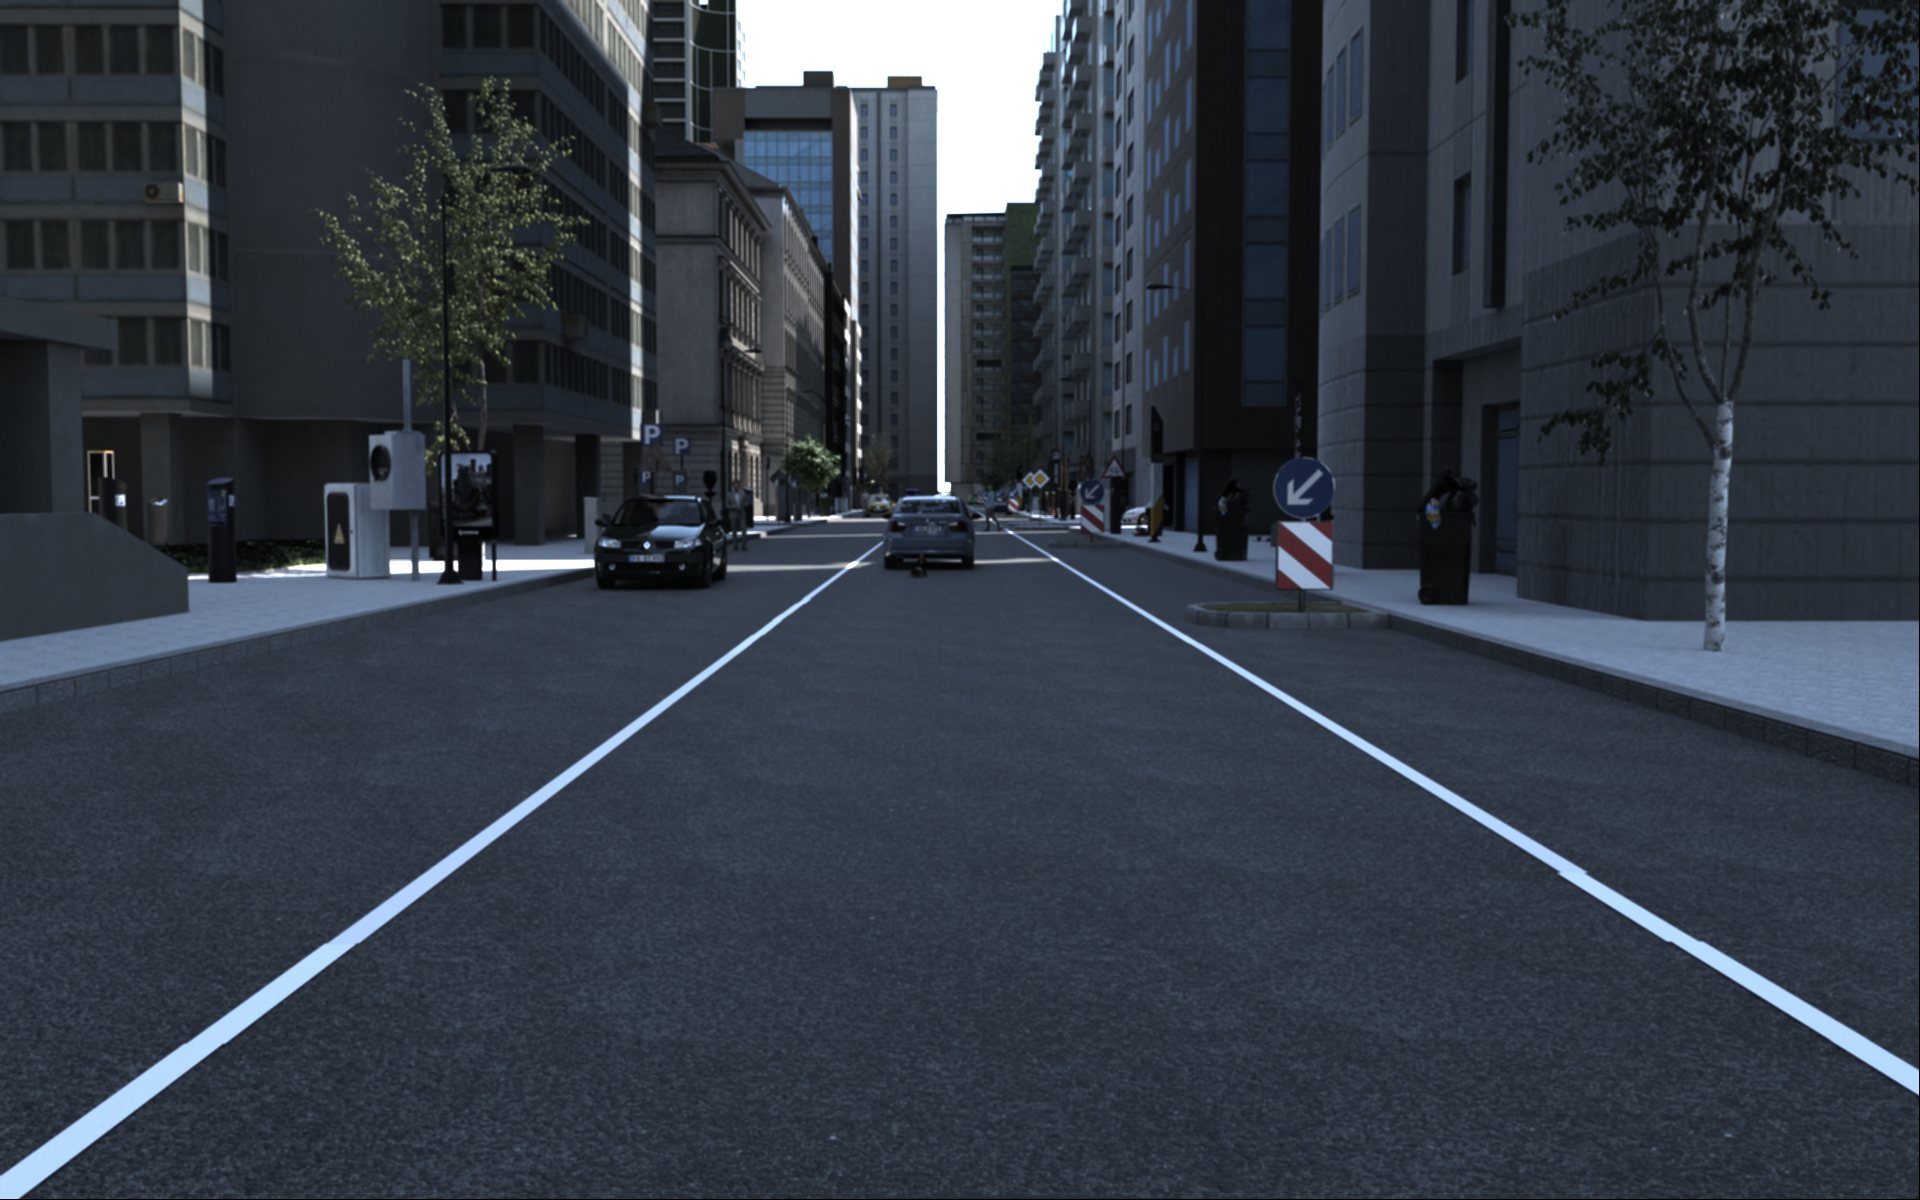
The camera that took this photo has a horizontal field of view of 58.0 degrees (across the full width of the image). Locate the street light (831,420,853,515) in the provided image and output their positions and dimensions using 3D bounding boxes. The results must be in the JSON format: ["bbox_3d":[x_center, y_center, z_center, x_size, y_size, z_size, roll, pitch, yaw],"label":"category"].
[{"bbox_3d":[-7.344,-8.283,107.961,1.470,5.913,1.316,0,4,0],"label":"street light"}]

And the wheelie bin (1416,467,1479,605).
[{"bbox_3d":[5.695,-0.755,20.245,0.693,1.594,0.980,1,4,18],"label":"wheelie bin"}]

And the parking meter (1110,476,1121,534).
[{"bbox_3d":[5.020,-3.066,55.845,0.255,1.863,0.399,-1,4,-17],"label":"parking meter"}]

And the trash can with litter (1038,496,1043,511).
[{"bbox_3d":[6.362,-7.217,129.392,1.055,1.170,0.624,1,4,8],"label":"trash can with litter"}]

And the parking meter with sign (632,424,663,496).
[{"bbox_3d":[-7.962,-2.902,43.712,0.543,3.016,1.738,-1,4,-23],"label":"parking meter with sign"}]

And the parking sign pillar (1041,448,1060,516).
[{"bbox_3d":[5.537,-6.966,102.373,1.447,3.967,1.447,-1,4,-11],"label":"parking sign pillar"}]

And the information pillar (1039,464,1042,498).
[{"bbox_3d":[6.224,-8.714,133.824,0.183,3.616,0.504,1,4,13],"label":"information pillar"}]

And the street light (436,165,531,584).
[{"bbox_3d":[-6.750,-3.183,24.580,1.470,5.913,1.316,0,4,0],"label":"street light"}]

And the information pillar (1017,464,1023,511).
[{"bbox_3d":[4.540,-8.587,131.745,0.504,3.616,0.183,2,4,34],"label":"information pillar"}]

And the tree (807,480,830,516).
[{"bbox_3d":[-8.173,-6.414,99.468,1.663,3.219,1.824,0,3,0],"label":"tree"}]

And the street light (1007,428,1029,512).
[{"bbox_3d":[4.263,-9.115,121.574,1.470,5.913,1.316,0,4,0],"label":"street light"}]

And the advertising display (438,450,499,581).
[{"bbox_3d":[-7.289,-1.254,25.715,0.974,1.923,0.123,1,4,20],"label":"advertising display"}]

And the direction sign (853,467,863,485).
[{"bbox_3d":[-8.607,-9.456,146.607,0.876,3.537,0.379,-1,4,-13],"label":"direction sign"}]

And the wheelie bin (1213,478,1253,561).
[{"bbox_3d":[5.281,-1.563,33.463,0.693,1.594,0.980,1,4,19],"label":"wheelie bin"}]

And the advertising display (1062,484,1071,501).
[{"bbox_3d":[6.872,-6.451,110.684,0.123,1.923,0.974,-3,4,-37],"label":"advertising display"}]

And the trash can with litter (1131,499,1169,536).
[{"bbox_3d":[5.783,-2.529,52.739,1.055,1.170,0.624,-2,4,-31],"label":"trash can with litter"}]

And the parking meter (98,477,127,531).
[{"bbox_3d":[-12.650,-1.069,25.884,0.372,1.533,0.369,0,3,0],"label":"parking meter"}]

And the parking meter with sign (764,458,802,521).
[{"bbox_3d":[-8.467,-5.313,83.129,1.738,3.016,0.543,-2,4,-25],"label":"parking meter with sign"}]

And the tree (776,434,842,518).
[{"bbox_3d":[-8.075,-6.611,91.808,4.285,4.588,4.351,0,3,0],"label":"tree"}]

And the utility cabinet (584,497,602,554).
[{"bbox_3d":[-7.944,-1.615,37.572,0.306,1.237,1.020,0,4,-6],"label":"utility cabinet"}]

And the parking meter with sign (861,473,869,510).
[{"bbox_3d":[-8.319,-8.863,141.163,1.738,3.016,0.543,-3,4,-38],"label":"parking meter with sign"}]

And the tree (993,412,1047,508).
[{"bbox_3d":[5.835,-12.547,155.507,4.737,8.622,4.395,0,3,0],"label":"tree"}]

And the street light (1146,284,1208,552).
[{"bbox_3d":[4.811,-4.027,38.388,1.470,5.913,1.316,0,4,0],"label":"street light"}]

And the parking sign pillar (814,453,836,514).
[{"bbox_3d":[-8.724,-7.546,111.852,1.447,3.967,1.447,2,4,33],"label":"parking sign pillar"}]

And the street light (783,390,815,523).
[{"bbox_3d":[-7.170,-6.406,77.275,1.470,5.913,1.316,0,4,0],"label":"street light"}]

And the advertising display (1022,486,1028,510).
[{"bbox_3d":[4.932,-7.951,135.205,0.974,1.923,0.123,-3,5,-43],"label":"advertising display"}]

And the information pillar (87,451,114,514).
[{"bbox_3d":[-14.666,-1.536,29.610,0.304,2.012,0.304,0,4,-1],"label":"information pillar"}]

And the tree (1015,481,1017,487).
[{"bbox_3d":[5.353,-9.024,142.142,1.663,3.219,1.824,0,3,0],"label":"tree"}]

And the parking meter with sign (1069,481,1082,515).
[{"bbox_3d":[7.012,-6.605,104.248,0.543,3.016,1.738,-2,4,-32],"label":"parking meter with sign"}]

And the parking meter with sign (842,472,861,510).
[{"bbox_3d":[-8.852,-8.526,135.660,1.738,3.016,0.543,0,4,7],"label":"parking meter with sign"}]

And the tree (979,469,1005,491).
[{"bbox_3d":[4.112,-14.682,223.767,4.285,4.588,4.351,0,3,0],"label":"tree"}]

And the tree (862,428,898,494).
[{"bbox_3d":[-9.132,-15.217,199.154,4.360,8.622,3.978,0,3,0],"label":"tree"}]

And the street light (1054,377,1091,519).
[{"bbox_3d":[4.649,-5.904,69.075,1.470,5.913,1.316,0,4,0],"label":"street light"}]

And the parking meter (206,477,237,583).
[{"bbox_3d":[-10.729,-1.024,25.159,0.372,1.533,0.369,0,3,0],"label":"parking meter"}]

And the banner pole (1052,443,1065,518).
[{"bbox_3d":[4.898,-5.849,85.650,0.863,3.779,0.401,2,4,29],"label":"banner pole"}]

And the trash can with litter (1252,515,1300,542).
[{"bbox_3d":[8.752,-2.185,46.774,2.233,1.210,1.678,1,4,18],"label":"trash can with litter"}]

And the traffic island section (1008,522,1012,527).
[{"bbox_3d":[3.171,-3.368,77.348,2.009,0.180,2.903,0,4,0],"label":"traffic island section"}]

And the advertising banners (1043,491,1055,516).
[{"bbox_3d":[5.354,-6.351,100.031,0.090,3.025,2.074,2,4,32],"label":"advertising banners"}]

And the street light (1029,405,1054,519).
[{"bbox_3d":[4.506,-7.207,90.375,1.470,5.913,1.316,0,4,0],"label":"street light"}]

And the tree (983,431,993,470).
[{"bbox_3d":[4.428,-14.379,185.456,4.737,8.622,4.395,0,3,0],"label":"tree"}]

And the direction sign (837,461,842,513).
[{"bbox_3d":[-8.173,-7.682,117.597,0.379,3.537,0.876,1,4,12],"label":"direction sign"}]

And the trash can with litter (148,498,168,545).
[{"bbox_3d":[-15.300,-1.390,33.788,1.678,1.210,2.233,1,4,9],"label":"trash can with litter"}]

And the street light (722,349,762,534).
[{"bbox_3d":[-7.051,-5.079,55.582,1.470,5.913,1.316,0,4,0],"label":"street light"}]

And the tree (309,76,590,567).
[{"bbox_3d":[-8.645,-4.876,30.092,4.737,8.622,4.395,0,3,0],"label":"tree"}]

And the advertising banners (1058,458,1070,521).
[{"bbox_3d":[5.067,-5.341,83.517,0.090,3.025,2.074,1,4,16],"label":"advertising banners"}]

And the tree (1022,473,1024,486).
[{"bbox_3d":[5.816,-8.716,137.115,1.663,3.219,1.824,0,3,0],"label":"tree"}]

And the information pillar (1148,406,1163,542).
[{"bbox_3d":[5.230,-3.349,46.109,0.183,3.616,0.504,3,4,38],"label":"information pillar"}]

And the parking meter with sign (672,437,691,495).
[{"bbox_3d":[-8.501,-3.443,52.560,0.543,3.016,1.738,0,4,-4],"label":"parking meter with sign"}]

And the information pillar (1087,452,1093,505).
[{"bbox_3d":[7.220,-6.421,96.334,0.183,3.616,0.504,-2,4,-35],"label":"information pillar"}]

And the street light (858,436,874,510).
[{"bbox_3d":[-7.538,-10.159,138.648,1.470,5.913,1.316,0,4,0],"label":"street light"}]

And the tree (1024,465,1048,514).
[{"bbox_3d":[5.329,-7.266,113.405,1.663,3.219,1.824,0,3,0],"label":"tree"}]

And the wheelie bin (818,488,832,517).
[{"bbox_3d":[-7.616,-5.479,97.496,0.693,1.594,0.980,-1,4,-17],"label":"wheelie bin"}]

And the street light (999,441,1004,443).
[{"bbox_3d":[4.137,-10.992,152.261,1.470,5.913,1.316,0,4,0],"label":"street light"}]

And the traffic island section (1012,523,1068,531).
[{"bbox_3d":[3.228,-2.880,69.363,2.009,0.180,2.903,0,4,0],"label":"traffic island section"}]

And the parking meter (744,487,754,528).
[{"bbox_3d":[-7.975,-3.483,65.355,0.372,1.533,0.369,0,3,0],"label":"parking meter"}]

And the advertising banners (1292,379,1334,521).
[{"bbox_3d":[5.554,-1.903,27.303,0.090,3.025,2.074,2,4,29],"label":"advertising banners"}]

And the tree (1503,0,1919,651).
[{"bbox_3d":[6.320,-3.901,14.147,4.360,8.622,3.978,0,3,0],"label":"tree"}]
